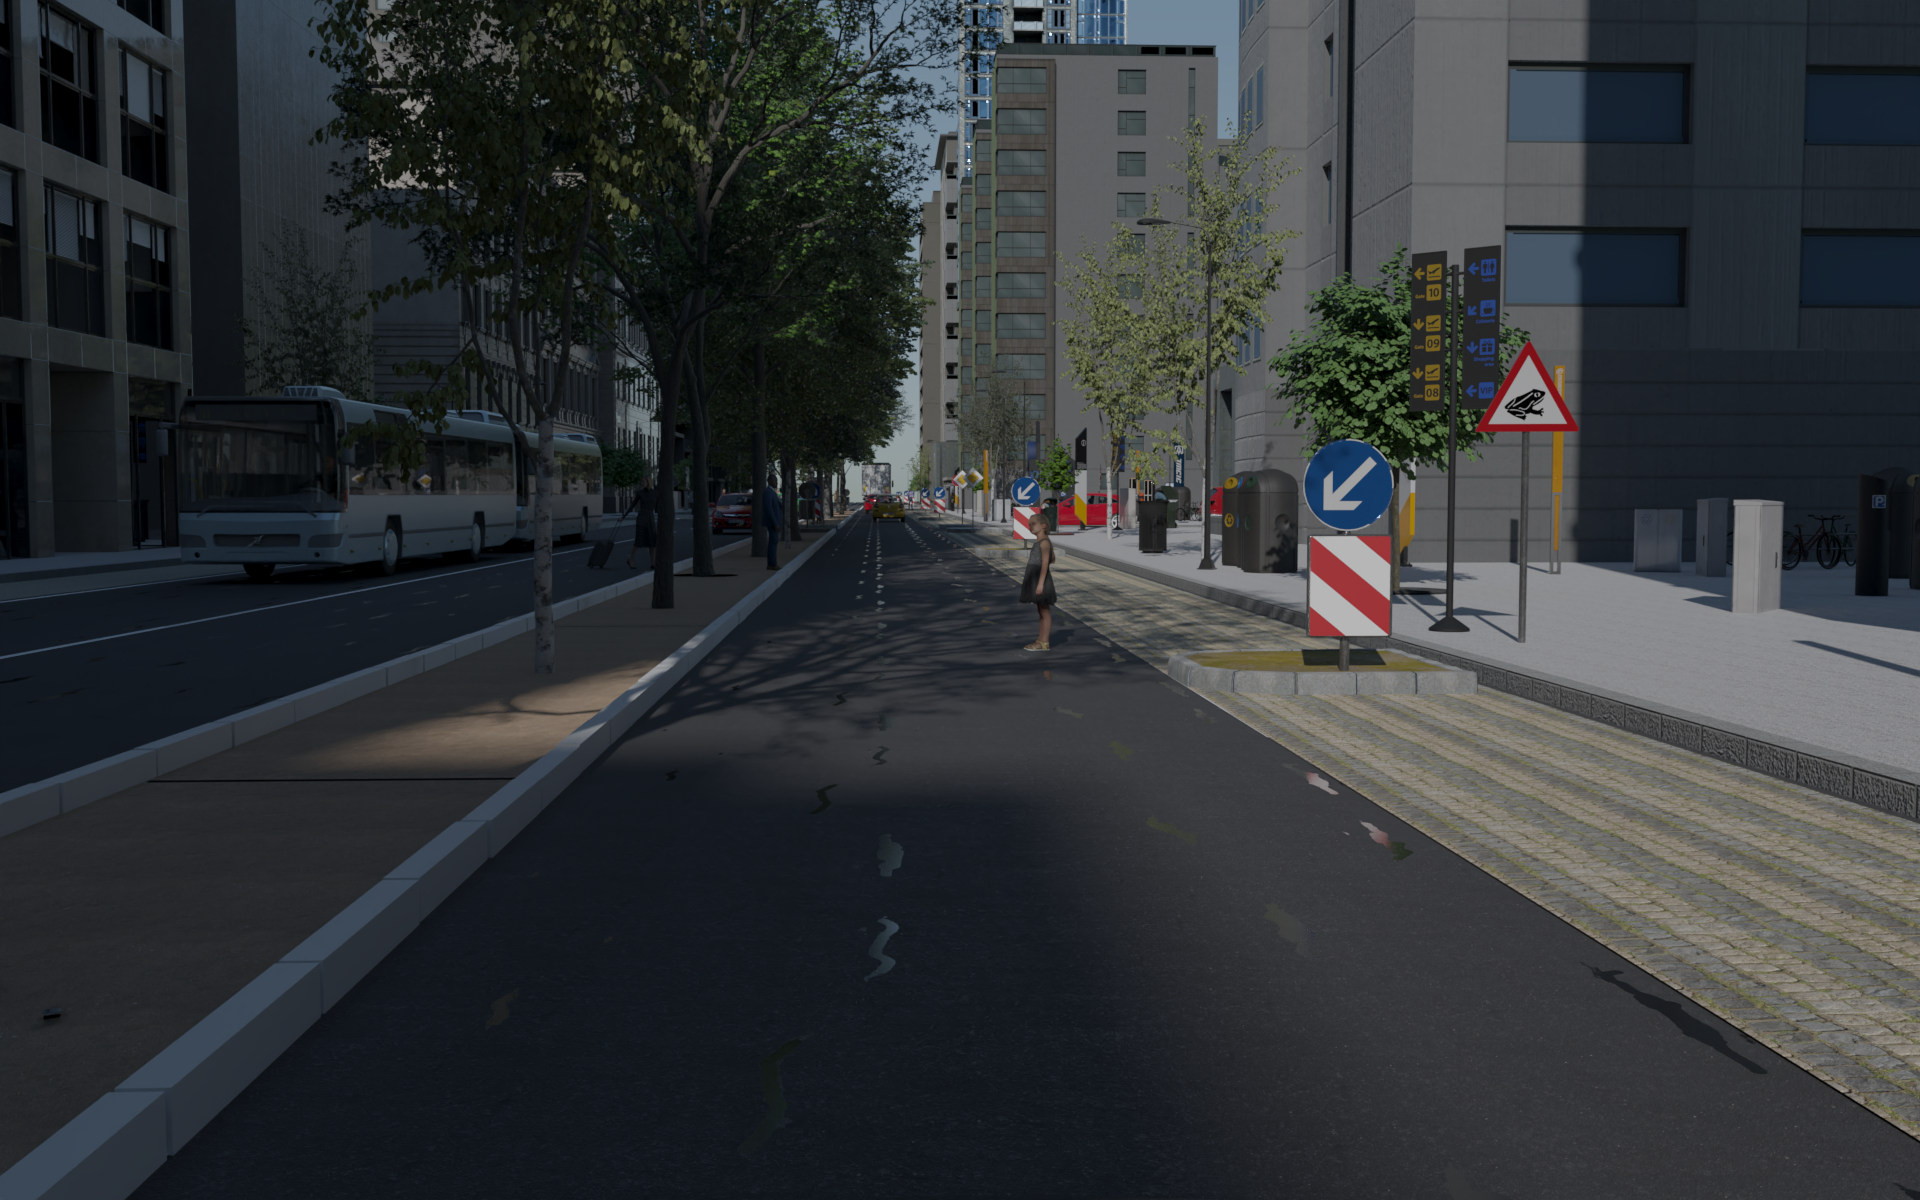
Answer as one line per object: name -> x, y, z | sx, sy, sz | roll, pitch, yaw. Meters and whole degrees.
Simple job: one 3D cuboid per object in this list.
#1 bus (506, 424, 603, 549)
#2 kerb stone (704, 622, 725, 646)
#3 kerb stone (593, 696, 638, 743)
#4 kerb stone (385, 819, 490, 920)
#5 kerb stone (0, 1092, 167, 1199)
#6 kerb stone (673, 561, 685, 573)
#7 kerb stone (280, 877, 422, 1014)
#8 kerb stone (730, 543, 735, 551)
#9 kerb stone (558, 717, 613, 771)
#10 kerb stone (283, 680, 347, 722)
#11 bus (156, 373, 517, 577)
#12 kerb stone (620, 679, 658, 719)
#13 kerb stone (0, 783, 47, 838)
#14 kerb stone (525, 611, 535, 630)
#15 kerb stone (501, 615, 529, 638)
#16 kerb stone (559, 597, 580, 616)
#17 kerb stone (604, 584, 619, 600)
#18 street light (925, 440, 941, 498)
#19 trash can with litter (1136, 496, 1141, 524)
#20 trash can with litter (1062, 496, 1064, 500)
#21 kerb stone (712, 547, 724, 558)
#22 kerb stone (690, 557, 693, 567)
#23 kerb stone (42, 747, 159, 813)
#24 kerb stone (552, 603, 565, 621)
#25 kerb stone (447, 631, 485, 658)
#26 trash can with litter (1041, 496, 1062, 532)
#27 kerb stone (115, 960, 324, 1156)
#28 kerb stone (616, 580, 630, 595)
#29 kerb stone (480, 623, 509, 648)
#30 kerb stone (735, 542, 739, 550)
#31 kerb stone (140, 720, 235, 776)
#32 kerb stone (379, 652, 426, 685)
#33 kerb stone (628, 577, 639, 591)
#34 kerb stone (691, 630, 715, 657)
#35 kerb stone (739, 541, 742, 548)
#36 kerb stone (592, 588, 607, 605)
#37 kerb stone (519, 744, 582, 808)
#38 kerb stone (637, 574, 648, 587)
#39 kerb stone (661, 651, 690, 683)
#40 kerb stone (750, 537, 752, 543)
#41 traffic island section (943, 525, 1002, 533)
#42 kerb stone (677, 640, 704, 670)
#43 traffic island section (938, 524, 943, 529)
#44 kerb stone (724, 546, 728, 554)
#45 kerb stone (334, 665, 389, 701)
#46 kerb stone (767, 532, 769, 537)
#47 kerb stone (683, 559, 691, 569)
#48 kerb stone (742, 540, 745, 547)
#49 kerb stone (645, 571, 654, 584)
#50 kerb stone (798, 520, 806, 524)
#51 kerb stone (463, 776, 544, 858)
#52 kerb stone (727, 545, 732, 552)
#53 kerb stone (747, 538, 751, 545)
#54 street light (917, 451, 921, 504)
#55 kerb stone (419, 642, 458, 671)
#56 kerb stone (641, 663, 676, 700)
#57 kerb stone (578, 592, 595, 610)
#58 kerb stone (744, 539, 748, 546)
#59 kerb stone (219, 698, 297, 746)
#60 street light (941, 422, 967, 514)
bus -> -12.051, -3.211, 47.354 | 2.948, 3.499, 13.247 | 0, 4, -3
kerb stone -> -2.374, 0.347, 16.517 | 0.120, 0.150, 1.000 | 0, 4, -3
kerb stone -> -2.077, 0.725, 10.388 | 0.120, 0.150, 1.000 | 0, 4, -3
kerb stone -> -1.890, 0.973, 6.289 | 0.120, 0.150, 1.000 | 0, 4, -3
kerb stone -> -1.742, 1.161, 3.220 | 0.120, 0.150, 1.000 | 0, 4, -3
kerb stone -> -5.216, -0.585, 31.781 | 0.120, 0.150, 1.000 | 0, 4, -3
kerb stone -> -1.836, 1.036, 5.263 | 0.120, 0.150, 1.000 | 0, 4, -3
kerb stone -> -5.750, -1.276, 43.065 | 0.120, 0.150, 1.000 | 0, 4, -3
kerb stone -> -2.031, 0.786, 9.367 | 0.120, 0.150, 1.000 | 0, 4, -3
kerb stone -> -4.225, 0.667, 11.285 | 0.120, 0.150, 1.000 | 0, 4, -3
bus -> -11.198, -2.322, 32.832 | 2.948, 3.499, 13.247 | 0, 4, -2
kerb stone -> -2.128, 0.665, 11.409 | 0.120, 0.150, 1.000 | 0, 4, -3
kerb stone -> -4.035, 0.918, 7.187 | 0.120, 0.150, 1.000 | 0, 4, -3
kerb stone -> -4.570, 0.228, 18.466 | 0.120, 0.150, 1.000 | 0, 4, -3
kerb stone -> -4.525, 0.291, 17.437 | 0.120, 0.150, 1.000 | 0, 4, -3
kerb stone -> -4.680, 0.103, 20.515 | 0.120, 0.150, 1.000 | 0, 4, -3
kerb stone -> -4.815, -0.085, 23.586 | 0.120, 0.150, 1.000 | 0, 4, -3
street light -> -2.265, -10.989, 152.205 | 1.470, 5.913, 1.316 | 0, 4, -3
trash can with litter -> 7.147, -3.879, 74.487 | 2.233, 1.210, 1.678 | 1, 4, 19
trash can with litter -> 4.879, -4.730, 88.728 | 0.624, 1.170, 1.055 | -3, 4, -36
kerb stone -> -5.601, -1.084, 39.980 | 0.120, 0.150, 1.000 | 0, 4, -3
kerb stone -> -5.306, -0.711, 33.823 | 0.120, 0.150, 1.000 | 0, 4, -3
kerb stone -> -4.078, 0.859, 8.208 | 0.120, 0.150, 1.000 | 0, 4, -3
kerb stone -> -4.622, 0.166, 19.487 | 0.120, 0.150, 1.000 | 0, 4, -3
kerb stone -> -4.421, 0.416, 15.392 | 0.120, 0.150, 1.000 | 0, 4, -3
trash can with litter -> 2.989, -2.916, 59.071 | 0.624, 1.170, 1.055 | -1, 4, -8
kerb stone -> -1.788, 1.098, 4.242 | 0.120, 0.150, 1.000 | 0, 4, -3
kerb stone -> -4.855, -0.148, 24.607 | 0.120, 0.150, 1.000 | 0, 4, -3
kerb stone -> -4.466, 0.356, 16.413 | 0.120, 0.150, 1.000 | 0, 4, -3
kerb stone -> -5.800, -1.336, 44.086 | 0.120, 0.150, 1.000 | 0, 4, -3
kerb stone -> -4.128, 0.793, 9.229 | 0.120, 0.150, 1.000 | 0, 4, -3
kerb stone -> -4.325, 0.542, 13.336 | 0.120, 0.150, 1.000 | 0, 4, -3
kerb stone -> -4.916, -0.205, 25.628 | 0.120, 0.150, 1.000 | 0, 4, -3
kerb stone -> -2.324, 0.410, 15.493 | 0.120, 0.150, 1.000 | 0, 4, -3
kerb stone -> -5.847, -1.399, 45.120 | 0.120, 0.150, 1.000 | 0, 4, -3
kerb stone -> -4.766, -0.022, 22.558 | 0.120, 0.150, 1.000 | 0, 4, -3
kerb stone -> -1.978, 0.853, 8.343 | 0.120, 0.150, 1.000 | 0, 4, -3
kerb stone -> -4.963, -0.270, 26.657 | 0.120, 0.150, 1.000 | 0, 4, -3
kerb stone -> -2.228, 0.535, 13.451 | 0.120, 0.150, 1.000 | 0, 4, -3
kerb stone -> -6.044, -1.652, 49.204 | 0.120, 0.150, 1.000 | 0, 4, -3
traffic island section -> 0.506, -2.608, 64.929 | 2.009, 0.180, 2.903 | 0, 4, -3
kerb stone -> -2.275, 0.472, 14.472 | 0.120, 0.150, 1.000 | 0, 4, -3
traffic island section -> 0.124, -3.096, 72.905 | 2.009, 0.180, 2.903 | 0, 4, -3
kerb stone -> -5.654, -1.150, 41.006 | 0.120, 0.150, 1.000 | 0, 4, -3
kerb stone -> -4.282, 0.604, 12.314 | 0.120, 0.150, 1.000 | 0, 4, -3
kerb stone -> -6.578, -2.341, 60.478 | 0.120, 0.150, 1.000 | 0, 4, -3
kerb stone -> -5.258, -0.649, 32.802 | 0.120, 0.150, 1.000 | 0, 4, -3
kerb stone -> -5.896, -1.465, 46.141 | 0.120, 0.150, 1.000 | 0, 4, -3
kerb stone -> -5.017, -0.336, 27.685 | 0.120, 0.150, 1.000 | 0, 4, -3
kerb stone -> -7.783, -3.878, 85.604 | 0.120, 0.150, 1.000 | 0, 4, -3
kerb stone -> -1.926, 0.910, 7.311 | 0.120, 0.150, 1.000 | 0, 4, -3
kerb stone -> -5.701, -1.202, 42.037 | 0.120, 0.150, 1.000 | 0, 4, -3
kerb stone -> -5.989, -1.585, 48.184 | 0.120, 0.150, 1.000 | 0, 4, -3
street light -> -3.972, -13.181, 188.044 | 1.470, 5.913, 1.316 | 0, 4, -3
kerb stone -> -4.370, 0.483, 14.361 | 0.120, 0.150, 1.000 | 0, 4, -3
kerb stone -> -2.179, 0.597, 12.430 | 0.120, 0.150, 1.000 | 0, 4, -3
kerb stone -> -4.716, 0.040, 21.537 | 0.120, 0.150, 1.000 | 0, 4, -3
kerb stone -> -5.943, -1.527, 47.162 | 0.120, 0.150, 1.000 | 0, 4, -3
kerb stone -> -4.172, 0.730, 10.259 | 0.120, 0.150, 1.000 | 0, 4, -3
street light -> -0.297, -8.555, 112.413 | 1.470, 5.913, 1.316 | 0, 4, -3
